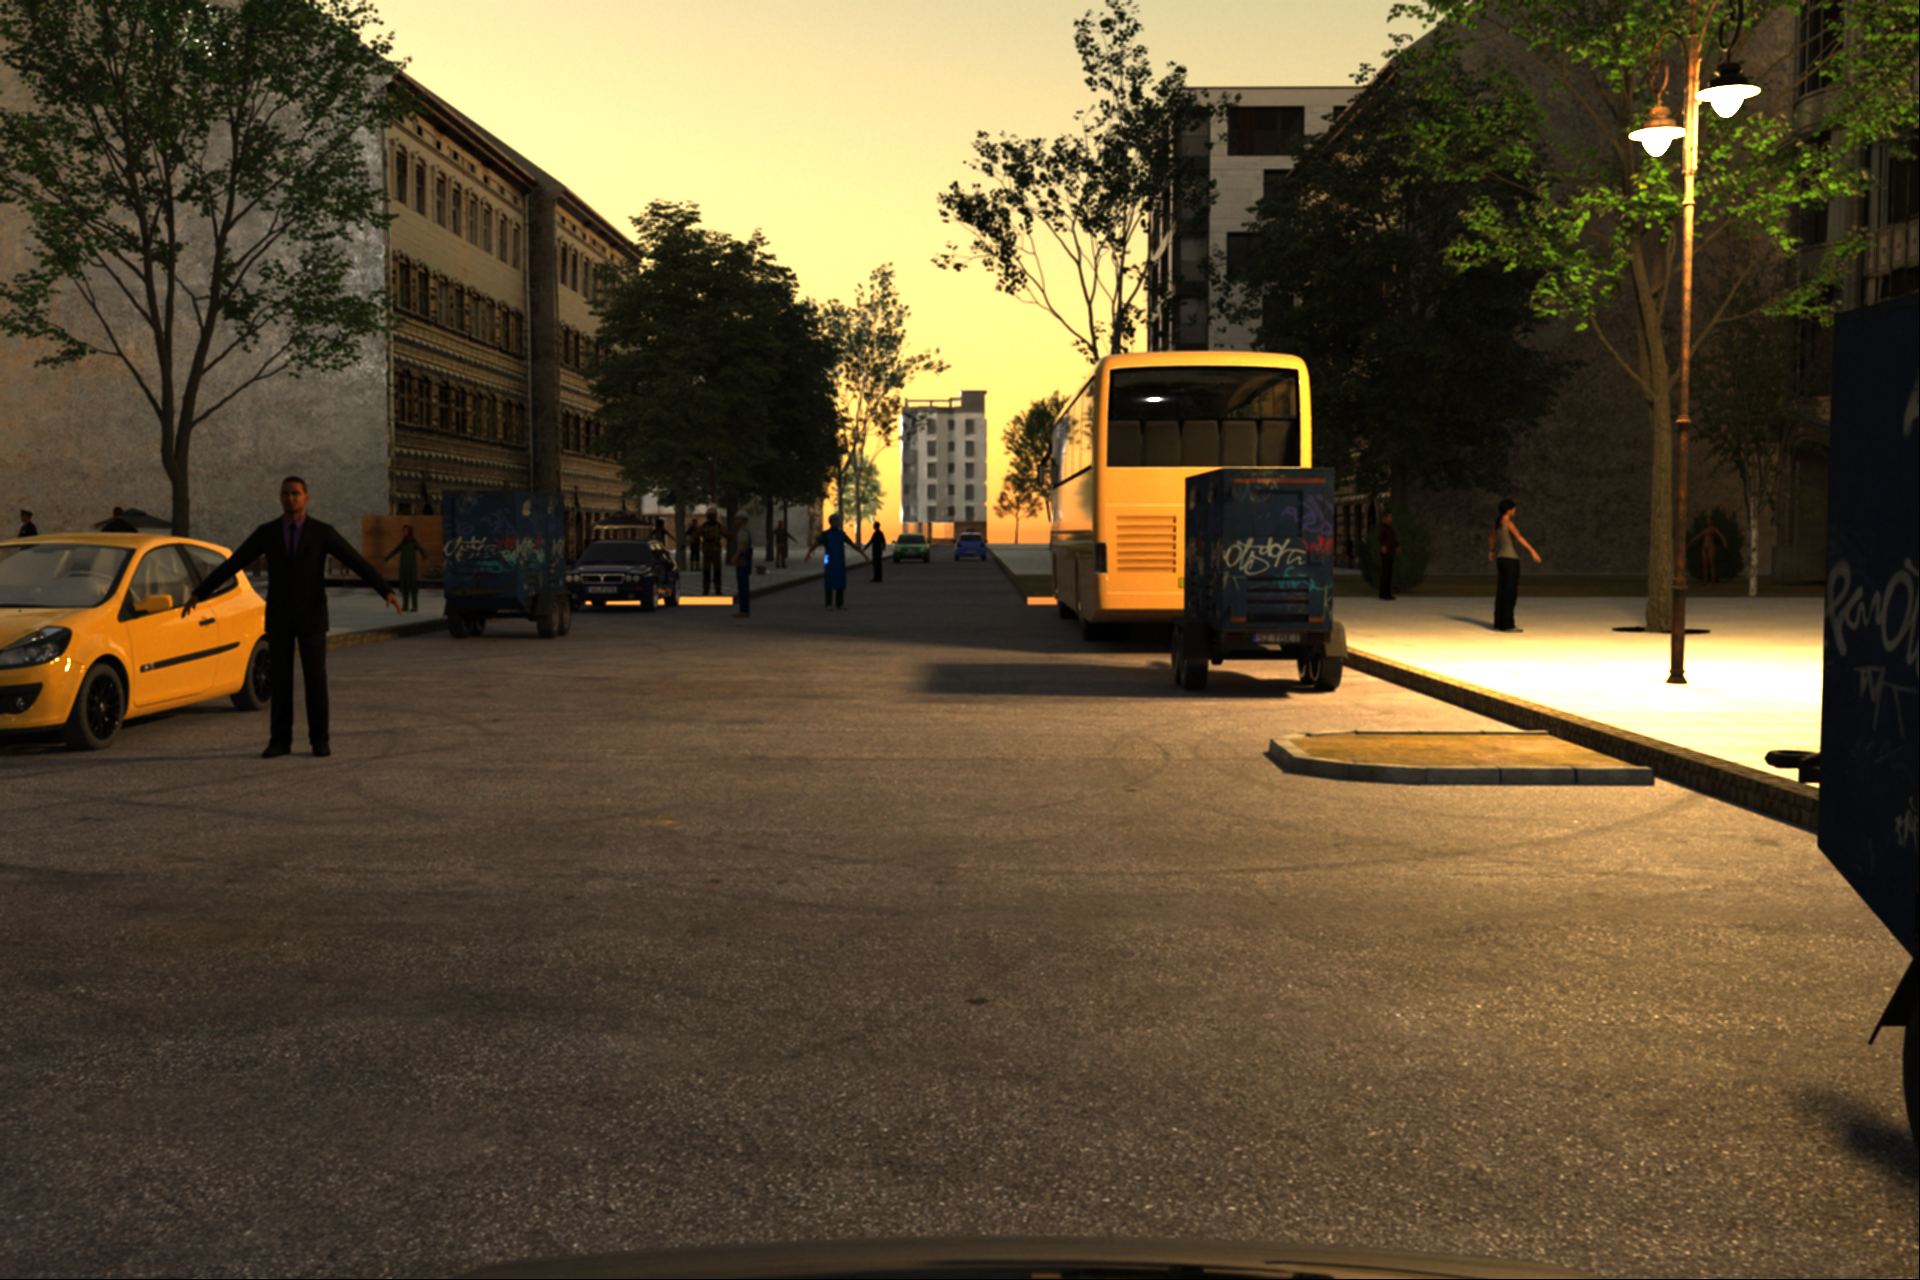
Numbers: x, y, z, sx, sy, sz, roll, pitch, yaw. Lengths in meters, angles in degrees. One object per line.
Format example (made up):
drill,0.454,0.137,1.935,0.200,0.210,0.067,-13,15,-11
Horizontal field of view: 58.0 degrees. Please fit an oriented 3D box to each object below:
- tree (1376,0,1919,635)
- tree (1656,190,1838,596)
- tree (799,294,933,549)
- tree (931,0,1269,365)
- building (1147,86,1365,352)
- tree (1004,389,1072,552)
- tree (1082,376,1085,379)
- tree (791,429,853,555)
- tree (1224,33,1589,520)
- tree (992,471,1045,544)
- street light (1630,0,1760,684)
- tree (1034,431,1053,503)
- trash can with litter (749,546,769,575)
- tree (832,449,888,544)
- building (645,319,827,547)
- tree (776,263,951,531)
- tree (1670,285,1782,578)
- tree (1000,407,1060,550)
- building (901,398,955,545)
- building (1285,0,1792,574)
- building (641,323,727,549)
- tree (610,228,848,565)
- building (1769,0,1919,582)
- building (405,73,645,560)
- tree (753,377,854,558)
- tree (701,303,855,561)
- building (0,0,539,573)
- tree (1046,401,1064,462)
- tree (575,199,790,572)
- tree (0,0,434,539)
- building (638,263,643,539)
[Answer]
tree,9.032,-5.910,22.383,9.928,11.665,9.643,0,3,0
tree,16.635,-5.228,35.840,4.360,8.622,3.978,0,3,0
tree,-8.514,-17.310,138.906,12.611,20.169,13.585,0,3,0
tree,4.962,-12.714,63.769,12.611,20.169,13.585,0,3,0
building,24.051,-15.394,95.665,27.936,21.610,32.646,0,4,1
tree,7.101,-12.072,123.135,9.928,11.665,9.643,0,3,0
tree,6.962,-7.631,75.125,4.737,8.622,4.395,0,3,0
tree,-9.254,-9.542,106.370,4.360,8.622,3.978,0,3,0
tree,11.743,-8.525,46.043,9.857,13.997,8.962,0,3,0
tree,7.867,-18.200,231.985,7.601,10.594,8.767,0,4,-1
street light,6.156,-2.563,14.695,0.468,5.910,1.993,0,4,1
tree,6.899,-9.627,107.764,4.737,8.622,4.395,0,3,0
trash can with litter,-6.551,-2.643,54.606,1.055,1.170,0.624,0,4,0
tree,-13.343,-19.109,230.553,7.486,12.596,7.792,0,3,0
building,-24.281,-21.374,180.399,19.493,23.208,18.063,0,4,0
tree,-7.447,-16.205,120.836,12.611,20.169,13.585,0,3,0
tree,22.654,-6.081,49.781,4.737,8.622,4.395,0,3,0
tree,7.282,-13.039,138.935,9.928,11.665,9.643,0,3,0
building,-7.462,-22.785,231.415,11.380,20.090,16.016,0,4,-6
building,23.461,-14.286,64.512,19.493,23.208,18.063,0,3,0
building,-26.896,-18.229,154.467,16.016,20.090,11.380,0,4,0
tree,-9.471,-10.057,71.094,9.857,13.997,8.962,0,3,0
building,26.687,-12.833,26.478,14.369,24.946,33.146,0,4,1
building,-26.766,-15.523,84.734,19.493,23.208,18.063,0,4,1
tree,-9.056,-9.639,92.006,8.767,10.594,7.601,3,4,37
tree,-8.633,-10.004,81.700,7.486,12.596,7.792,0,3,0
building,-27.877,-14.352,65.591,19.493,23.208,18.063,0,4,1
tree,5.927,-8.596,90.913,4.360,8.622,3.978,0,3,0
tree,-9.505,-8.651,59.569,7.486,12.596,7.792,0,3,0
tree,-12.180,-6.180,26.807,9.928,11.665,9.643,0,3,0
building,-26.506,-15.137,103.918,16.016,20.090,11.380,0,4,1
